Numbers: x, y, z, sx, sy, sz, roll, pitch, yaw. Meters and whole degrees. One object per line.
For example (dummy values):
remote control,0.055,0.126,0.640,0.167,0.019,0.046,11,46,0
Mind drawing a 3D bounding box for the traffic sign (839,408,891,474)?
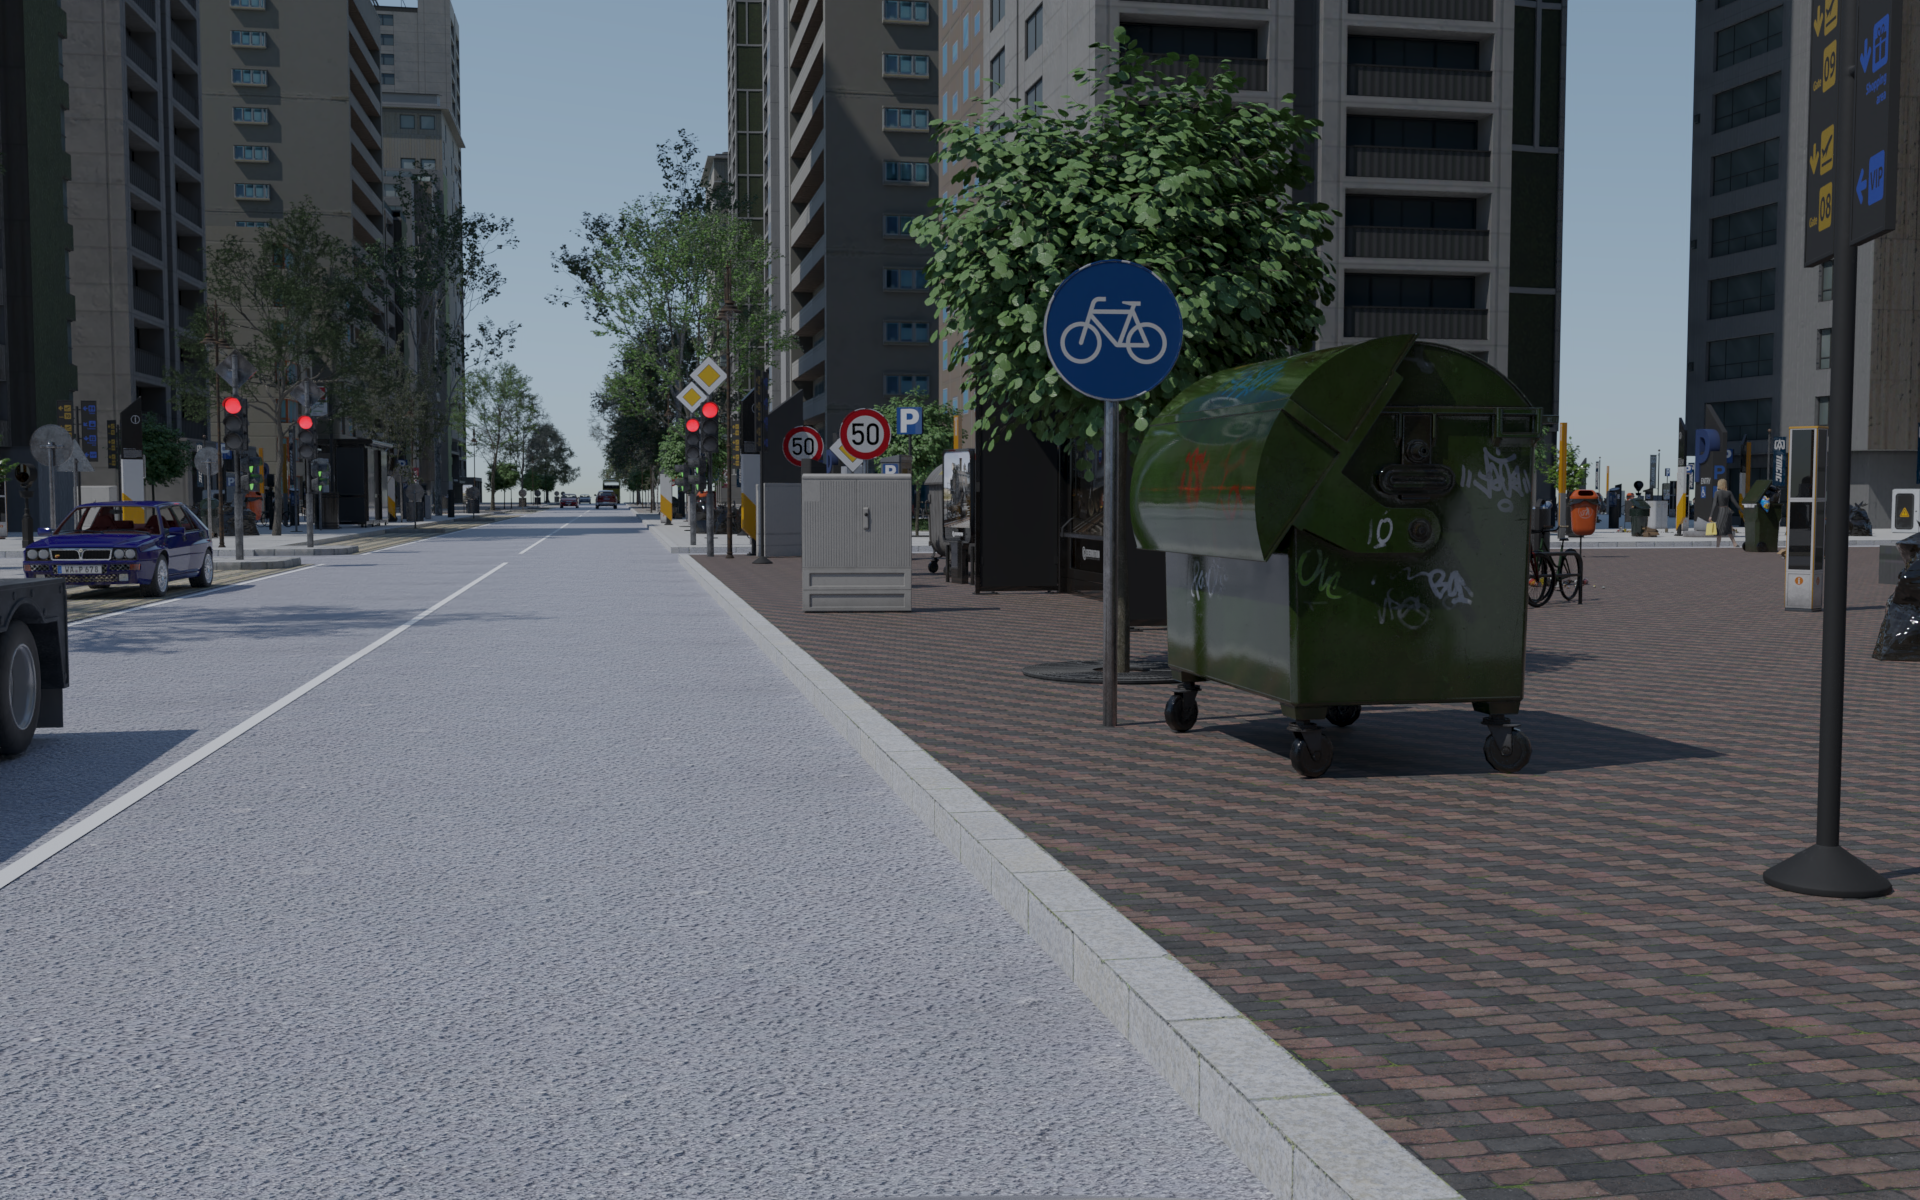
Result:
traffic sign,-1.405,-1.571,25.786,0.768,2.556,0.104,0,4,-3

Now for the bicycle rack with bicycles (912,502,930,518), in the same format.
bicycle rack with bicycles,-1.198,-4.162,81.433,2.852,0.926,2.925,-1,4,-11

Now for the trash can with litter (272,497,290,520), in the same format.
trash can with litter,-36.302,-4.934,92.066,0.624,1.170,1.055,0,4,2

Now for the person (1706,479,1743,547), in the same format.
person,19.123,-2.064,42.470,1.509,1.804,0.699,2,4,27

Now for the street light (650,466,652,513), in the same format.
street light,-20.830,-8.803,116.720,0.468,5.910,1.993,-1,4,-11

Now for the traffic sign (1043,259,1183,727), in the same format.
traffic sign,0.831,-0.575,9.510,0.768,2.556,0.104,0,4,-5

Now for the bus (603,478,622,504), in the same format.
bus,-52.019,-16.347,258.815,2.896,3.916,12.252,-1,4,-11

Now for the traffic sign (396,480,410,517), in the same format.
traffic sign,-28.230,-5.355,87.556,0.884,2.594,0.081,-1,4,-9

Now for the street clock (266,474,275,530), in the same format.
street clock,-24.688,-3.518,62.093,0.358,2.002,0.471,-1,4,-17

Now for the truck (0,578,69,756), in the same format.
truck,-4.344,-0.671,0.735,2.967,4.110,18.799,-1,4,-13

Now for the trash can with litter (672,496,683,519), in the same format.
trash can with litter,-14.653,-4.785,89.622,0.624,1.170,1.055,-3,5,-39

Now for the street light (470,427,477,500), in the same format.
street light,-32.806,-8.823,117.046,0.468,5.910,1.993,-1,4,-11

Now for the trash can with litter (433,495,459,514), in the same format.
trash can with litter,-33.335,-6.115,111.038,2.233,1.210,1.678,-1,4,-14

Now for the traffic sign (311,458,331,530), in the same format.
traffic sign,-22.541,-3.724,60.989,0.768,2.556,0.104,0,4,-2

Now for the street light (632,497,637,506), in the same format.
street light,-35.652,-13.354,191.117,0.468,5.910,1.993,-1,4,-11

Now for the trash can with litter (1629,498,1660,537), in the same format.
trash can with litter,20.482,-2.465,51.692,0.624,1.170,1.055,-1,4,-16

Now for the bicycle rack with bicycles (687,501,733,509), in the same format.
bicycle rack with bicycles,-12.251,-4.456,86.234,2.852,0.926,2.925,1,4,16

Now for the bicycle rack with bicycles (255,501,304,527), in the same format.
bicycle rack with bicycles,-27.489,-3.249,66.504,2.925,0.926,2.852,2,4,26

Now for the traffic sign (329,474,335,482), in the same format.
traffic sign,-27.103,-4.536,74.162,0.884,2.594,0.081,-1,4,-11

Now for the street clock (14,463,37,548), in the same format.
street clock,-22.144,-2.234,41.103,0.471,2.002,0.358,1,4,17

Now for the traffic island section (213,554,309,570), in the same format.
traffic island section,-14.066,-0.703,33.780,2.009,0.180,2.903,-1,4,-11

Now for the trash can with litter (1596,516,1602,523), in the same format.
trash can with litter,28.037,-4.027,77.234,1.055,1.170,0.624,-1,4,-12

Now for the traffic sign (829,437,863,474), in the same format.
traffic sign,-1.791,-1.693,28.866,0.795,2.450,0.064,-1,4,-11

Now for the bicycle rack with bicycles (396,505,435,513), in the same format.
bicycle rack with bicycles,-33.335,-5.693,106.461,2.925,0.926,2.852,-3,4,-39

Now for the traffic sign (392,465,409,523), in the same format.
traffic sign,-24.887,-4.710,77.119,0.768,2.556,0.104,0,4,-2

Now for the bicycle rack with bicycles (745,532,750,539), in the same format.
bicycle rack with bicycles,-4.427,-2.151,48.546,2.852,0.926,2.925,-2,4,-30

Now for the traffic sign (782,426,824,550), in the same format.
traffic sign,-2.930,-1.975,32.395,0.768,2.556,0.104,0,4,-6

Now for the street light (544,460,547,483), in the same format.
street light,-56.455,-16.100,236.030,0.468,5.910,1.993,-1,4,-11

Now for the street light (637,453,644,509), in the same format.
street light,-28.012,-11.005,152.716,0.468,5.910,1.993,-1,4,-11

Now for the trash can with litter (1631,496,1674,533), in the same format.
trash can with litter,22.800,-2.845,57.577,2.233,1.210,1.678,1,4,18

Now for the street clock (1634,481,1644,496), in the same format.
street clock,36.363,-5.399,92.848,0.471,2.002,0.358,3,4,37

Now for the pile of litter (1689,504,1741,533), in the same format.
pile of litter,25.138,-2.650,57.288,1.176,0.858,1.719,-1,4,-19

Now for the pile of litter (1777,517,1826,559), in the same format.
pile of litter,16.940,-1.267,34.678,1.719,0.858,1.176,-2,4,-35

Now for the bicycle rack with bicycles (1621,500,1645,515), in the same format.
bicycle rack with bicycles,41.426,-5.556,104.226,2.925,0.926,2.852,2,4,30

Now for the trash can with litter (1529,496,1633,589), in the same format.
trash can with litter,8.414,-0.825,24.539,1.678,1.210,2.233,2,4,30

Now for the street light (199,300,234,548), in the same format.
street light,-17.702,-4.194,41.366,0.468,5.910,1.993,-1,4,-11

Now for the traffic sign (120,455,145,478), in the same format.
traffic sign,-21.539,-2.630,45.128,0.606,2.300,0.079,-1,4,-11

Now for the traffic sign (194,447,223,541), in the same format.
traffic sign,-20.242,-2.849,46.682,0.768,2.556,0.104,0,4,-3

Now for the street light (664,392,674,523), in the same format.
street light,-13.082,-6.429,77.902,0.468,5.910,1.993,-1,4,-11

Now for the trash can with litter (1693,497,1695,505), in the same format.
trash can with litter,42.447,-5.415,99.929,0.624,1.170,1.055,0,4,7

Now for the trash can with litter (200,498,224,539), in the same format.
trash can with litter,-21.755,-2.380,50.299,0.624,1.170,1.055,-1,4,-18

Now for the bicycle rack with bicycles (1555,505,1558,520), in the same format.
bicycle rack with bicycles,27.977,-4.062,79.793,2.852,0.926,2.925,3,5,40

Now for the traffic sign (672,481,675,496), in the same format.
traffic sign,-19.267,-7.079,115.842,0.768,2.556,0.104,-1,4,-11

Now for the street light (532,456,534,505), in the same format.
street light,-48.819,-13.773,197.967,0.468,5.910,1.993,-1,4,-11

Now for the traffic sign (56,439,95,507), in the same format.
traffic sign,-20.816,-2.493,40.768,0.884,2.594,0.081,0,4,-2

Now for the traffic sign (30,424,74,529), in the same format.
traffic sign,-16.622,-1.933,31.710,0.768,2.556,0.104,0,4,-4

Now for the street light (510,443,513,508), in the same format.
street light,-40.297,-11.170,155.409,0.468,5.910,1.993,-1,4,-11

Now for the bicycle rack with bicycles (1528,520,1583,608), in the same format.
bicycle rack with bicycles,6.233,-0.433,20.455,2.925,0.926,2.852,-2,4,-27

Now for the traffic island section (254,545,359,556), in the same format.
traffic island section,-15.625,-1.182,41.612,2.009,0.180,2.903,-1,4,-11
